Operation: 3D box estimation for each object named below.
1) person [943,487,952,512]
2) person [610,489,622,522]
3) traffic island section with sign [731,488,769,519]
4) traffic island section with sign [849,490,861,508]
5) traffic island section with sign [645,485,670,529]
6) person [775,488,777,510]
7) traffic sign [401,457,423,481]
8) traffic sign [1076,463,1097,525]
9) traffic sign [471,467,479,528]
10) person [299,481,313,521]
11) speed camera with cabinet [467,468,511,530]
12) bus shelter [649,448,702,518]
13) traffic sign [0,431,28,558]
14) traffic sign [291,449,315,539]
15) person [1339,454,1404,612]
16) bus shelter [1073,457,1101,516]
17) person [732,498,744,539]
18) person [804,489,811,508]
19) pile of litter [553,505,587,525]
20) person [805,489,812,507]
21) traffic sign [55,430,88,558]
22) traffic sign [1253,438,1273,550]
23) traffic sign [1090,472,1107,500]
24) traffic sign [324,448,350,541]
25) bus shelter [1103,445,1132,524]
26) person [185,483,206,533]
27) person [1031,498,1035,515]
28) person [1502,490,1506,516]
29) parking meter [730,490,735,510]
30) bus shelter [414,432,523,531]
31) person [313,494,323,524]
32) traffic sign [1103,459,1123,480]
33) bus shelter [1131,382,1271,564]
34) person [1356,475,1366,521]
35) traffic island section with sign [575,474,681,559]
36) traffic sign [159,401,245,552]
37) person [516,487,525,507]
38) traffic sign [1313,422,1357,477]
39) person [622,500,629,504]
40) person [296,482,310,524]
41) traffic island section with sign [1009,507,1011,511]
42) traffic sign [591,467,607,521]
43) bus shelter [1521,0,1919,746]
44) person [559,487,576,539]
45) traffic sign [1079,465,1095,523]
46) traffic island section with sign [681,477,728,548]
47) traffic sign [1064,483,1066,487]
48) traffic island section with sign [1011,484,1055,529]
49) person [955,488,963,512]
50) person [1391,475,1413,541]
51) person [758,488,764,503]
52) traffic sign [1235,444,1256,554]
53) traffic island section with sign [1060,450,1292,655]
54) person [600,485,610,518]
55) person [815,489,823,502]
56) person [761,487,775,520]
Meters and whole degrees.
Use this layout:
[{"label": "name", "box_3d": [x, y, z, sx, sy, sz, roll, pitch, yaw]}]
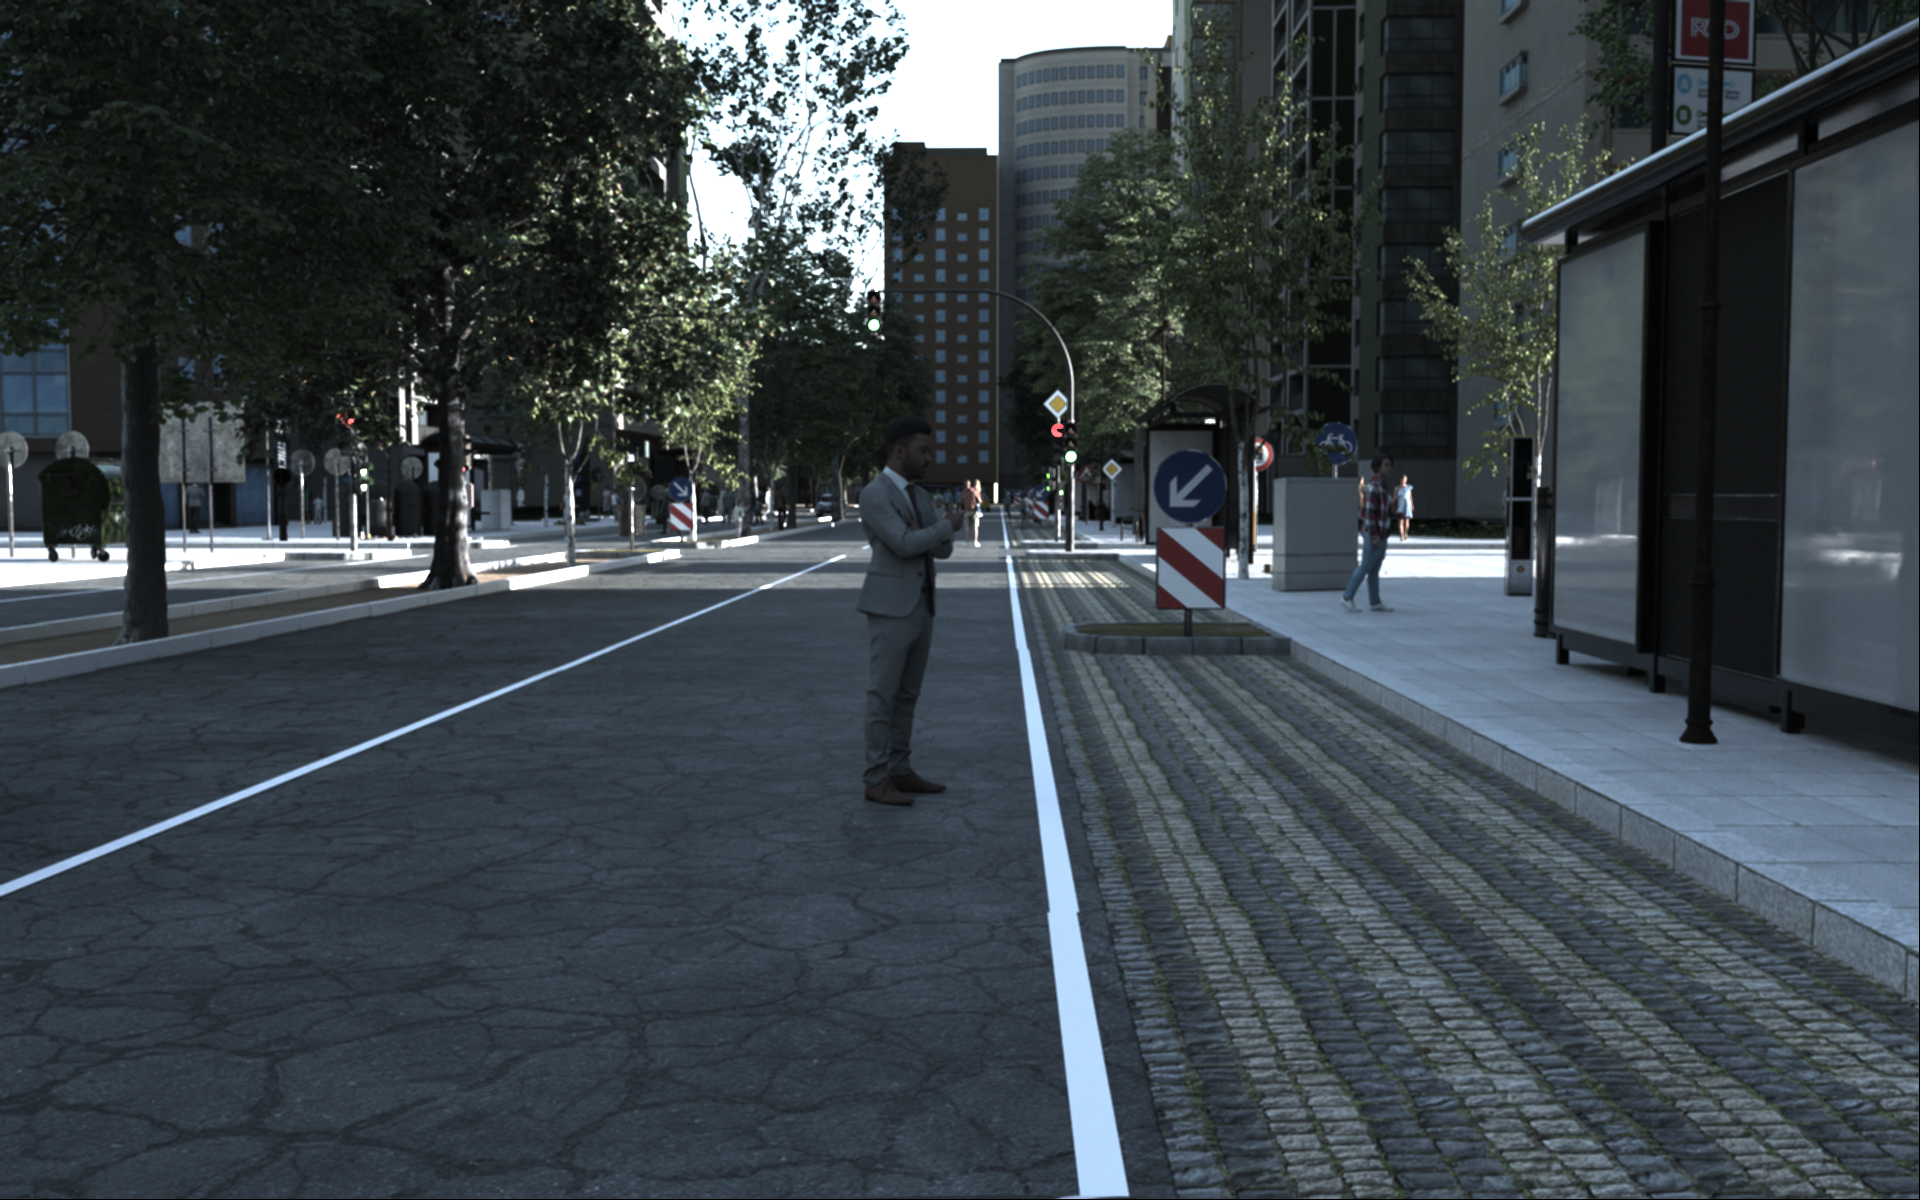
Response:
[{"label": "person", "box_3d": [-0.711, -5.968, 105.936, 0.638, 1.841, 0.748, 3, 4, 39]}, {"label": "person", "box_3d": [-15.698, -4.304, 79.006, 0.503, 1.515, 0.523, 0, 4, -5]}, {"label": "traffic island section with sign", "box_3d": [-11.992, -5.528, 99.011, 1.989, 1.847, 2.006, 0, 4, 1]}, {"label": "traffic island section with sign", "box_3d": [-10.249, -10.242, 176.089, 1.989, 1.847, 2.006, 0, 4, 1]}, {"label": "traffic island section with sign", "box_3d": [-12.601, -3.880, 72.063, 1.989, 1.847, 2.006, 0, 4, 1]}, {"label": "person", "box_3d": [-14.874, -8.216, 140.892, 0.721, 1.766, 1.217, 1, 4, 16]}, {"label": "traffic sign", "box_3d": [-18.602, -3.589, 58.791, 0.768, 2.556, 0.104, 0, 4, 2]}, {"label": "traffic sign", "box_3d": [5.331, -4.458, 72.897, 0.884, 2.594, 0.081, 0, 4, 7]}, {"label": "traffic sign", "box_3d": [-18.696, -3.926, 66.318, 0.606, 2.300, 0.079, 1, 4, 11]}, {"label": "person", "box_3d": [-31.081, -4.696, 82.189, 0.648, 1.900, 0.474, -3, 5, -40]}, {"label": "speed camera with cabinet", "box_3d": [-17.061, -4.154, 62.247, 2.038, 3.252, 0.660, 2, 4, 32]}, {"label": "bus shelter", "box_3d": [-14.969, -6.126, 91.445, 1.731, 3.624, 6.357, 0, 4, 1]}, {"label": "traffic sign", "box_3d": [-19.182, -2.132, 34.969, 0.768, 2.556, 0.104, 0, 4, 7]}, {"label": "traffic sign", "box_3d": [-18.764, -3.014, 49.381, 0.768, 2.556, 0.104, 0, 4, 7]}, {"label": "person", "box_3d": [4.495, -0.734, 18.889, 0.643, 1.720, 0.563, 1, 4, 21]}, {"label": "bus shelter", "box_3d": [7.218, -6.281, 96.612, 2.014, 3.302, 5.546, 0, 4, 1]}, {"label": "person", "box_3d": [-6.693, -2.428, 52.471, 0.425, 1.301, 0.394, 1, 4, 20]}, {"label": "person", "box_3d": [-14.417, -9.595, 163.649, 0.721, 1.743, 1.217, -3, 4, -36]}, {"label": "pile of litter", "box_3d": [-16.135, -3.545, 71.932, 1.719, 0.858, 1.176, 3, 5, 39]}, {"label": "person", "box_3d": [-15.180, -10.145, 172.439, 0.750, 1.759, 0.617, -3, 4, -36]}, {"label": "traffic sign", "box_3d": [-17.803, -2.116, 34.711, 0.768, 2.556, 0.104, 1, 4, 11]}, {"label": "traffic sign", "box_3d": [6.676, -2.386, 39.116, 0.768, 2.556, 0.104, 0, 4, 5]}, {"label": "traffic sign", "box_3d": [7.375, -5.644, 92.289, 0.884, 2.594, 0.081, 0, 4, 2]}, {"label": "traffic sign", "box_3d": [-17.111, -2.904, 47.580, 0.768, 2.556, 0.104, 0, 4, 5]}, {"label": "bus shelter", "box_3d": [7.227, -4.828, 72.857, 2.014, 3.302, 5.546, 0, 4, 1]}, {"label": "person", "box_3d": [-25.042, -3.086, 56.688, 0.592, 1.802, 0.473, 1, 4, 10]}, {"label": "person", "box_3d": [4.077, -4.921, 93.971, 0.382, 1.210, 0.505, -1, 4, -16]}, {"label": "person", "box_3d": [18.941, -3.224, 59.503, 0.466, 1.731, 0.760, -2, 4, -27]}, {"label": "parking meter", "box_3d": [-15.566, -6.713, 118.163, 0.372, 1.533, 0.369, 0, 3, 0]}, {"label": "bus shelter", "box_3d": [-16.471, -3.945, 58.417, 2.014, 3.302, 5.546, 0, 4, 1]}, {"label": "person", "box_3d": [-27.199, -3.854, 73.331, 0.394, 1.301, 0.425, 2, 4, 28]}, {"label": "traffic sign", "box_3d": [5.617, -3.926, 63.917, 0.795, 2.593, 0.064, 0, 4, 5]}, {"label": "bus shelter", "box_3d": [4.658, -2.456, 34.083, 2.014, 3.302, 5.546, 0, 4, 1]}, {"label": "person", "box_3d": [11.893, -2.767, 51.199, 0.656, 1.842, 0.836, -3, 5, -43]}, {"label": "traffic island section with sign", "box_3d": [-7.552, -1.896, 39.134, 2.006, 1.907, 1.989, 0, 4, 1]}, {"label": "traffic sign", "box_3d": [-16.787, -2.704, 38.077, 2.265, 3.308, 0.079, 1, 4, 9]}, {"label": "person", "box_3d": [-30.558, -7.023, 120.751, 0.818, 1.842, 0.514, 1, 4, 11]}, {"label": "traffic sign", "box_3d": [6.637, -1.872, 30.717, 0.768, 2.556, 0.104, 0, 4, 4]}, {"label": "person", "box_3d": [-19.380, -5.761, 100.439, 0.606, 1.804, 0.583, -2, 4, -31]}, {"label": "person", "box_3d": [-27.996, -4.144, 74.045, 0.600, 1.795, 0.529, 3, 4, 36]}, {"label": "traffic island section with sign", "box_3d": [3.814, -5.480, 98.234, 1.989, 1.847, 2.006, 0, 4, 1]}, {"label": "traffic sign", "box_3d": [-17.027, -4.989, 81.674, 0.768, 2.556, 0.104, 0, 4, 4]}, {"label": "bus shelter", "box_3d": [5.271, -2.070, 11.479, 2.179, 5.291, 8.768, 0, 4, 1]}, {"label": "person", "box_3d": [-12.434, -2.778, 54.927, 0.522, 1.701, 0.512, -1, 4, -17]}, {"label": "traffic sign", "box_3d": [5.665, -4.699, 76.940, 0.768, 2.556, 0.104, 0, 4, 2]}, {"label": "traffic island section with sign", "box_3d": [-7.375, -2.349, 46.539, 2.006, 1.907, 1.989, 0, 4, 1]}, {"label": "traffic sign", "box_3d": [7.771, -7.477, 122.249, 0.884, 2.594, 0.081, 0, 4, 6]}, {"label": "traffic island section with sign", "box_3d": [3.206, -3.830, 71.245, 1.989, 1.847, 2.006, 0, 4, 1]}, {"label": "person", "box_3d": [-0.023, -6.185, 109.638, 0.660, 1.820, 0.620, 1, 4, 10]}, {"label": "person", "box_3d": [12.161, -2.541, 47.678, 0.616, 1.811, 0.778, 1, 4, 17]}, {"label": "person", "box_3d": [-19.059, -9.741, 165.175, 0.709, 1.838, 0.599, -1, 4, -21]}, {"label": "traffic sign", "box_3d": [5.978, -2.272, 37.248, 0.768, 2.556, 0.104, 0, 4, 4]}, {"label": "traffic island section with sign", "box_3d": [1.965, -0.466, 16.250, 1.989, 1.847, 2.006, 0, 4, 1]}, {"label": "person", "box_3d": [-18.868, -5.229, 92.109, 0.480, 1.755, 0.524, 1, 4, 22]}, {"label": "person", "box_3d": [-14.468, -10.519, 178.018, 1.348, 1.826, 0.705, 2, 4, 27]}, {"label": "person", "box_3d": [-10.796, -5.440, 97.316, 0.818, 1.842, 0.514, 0, 4, -3]}]
